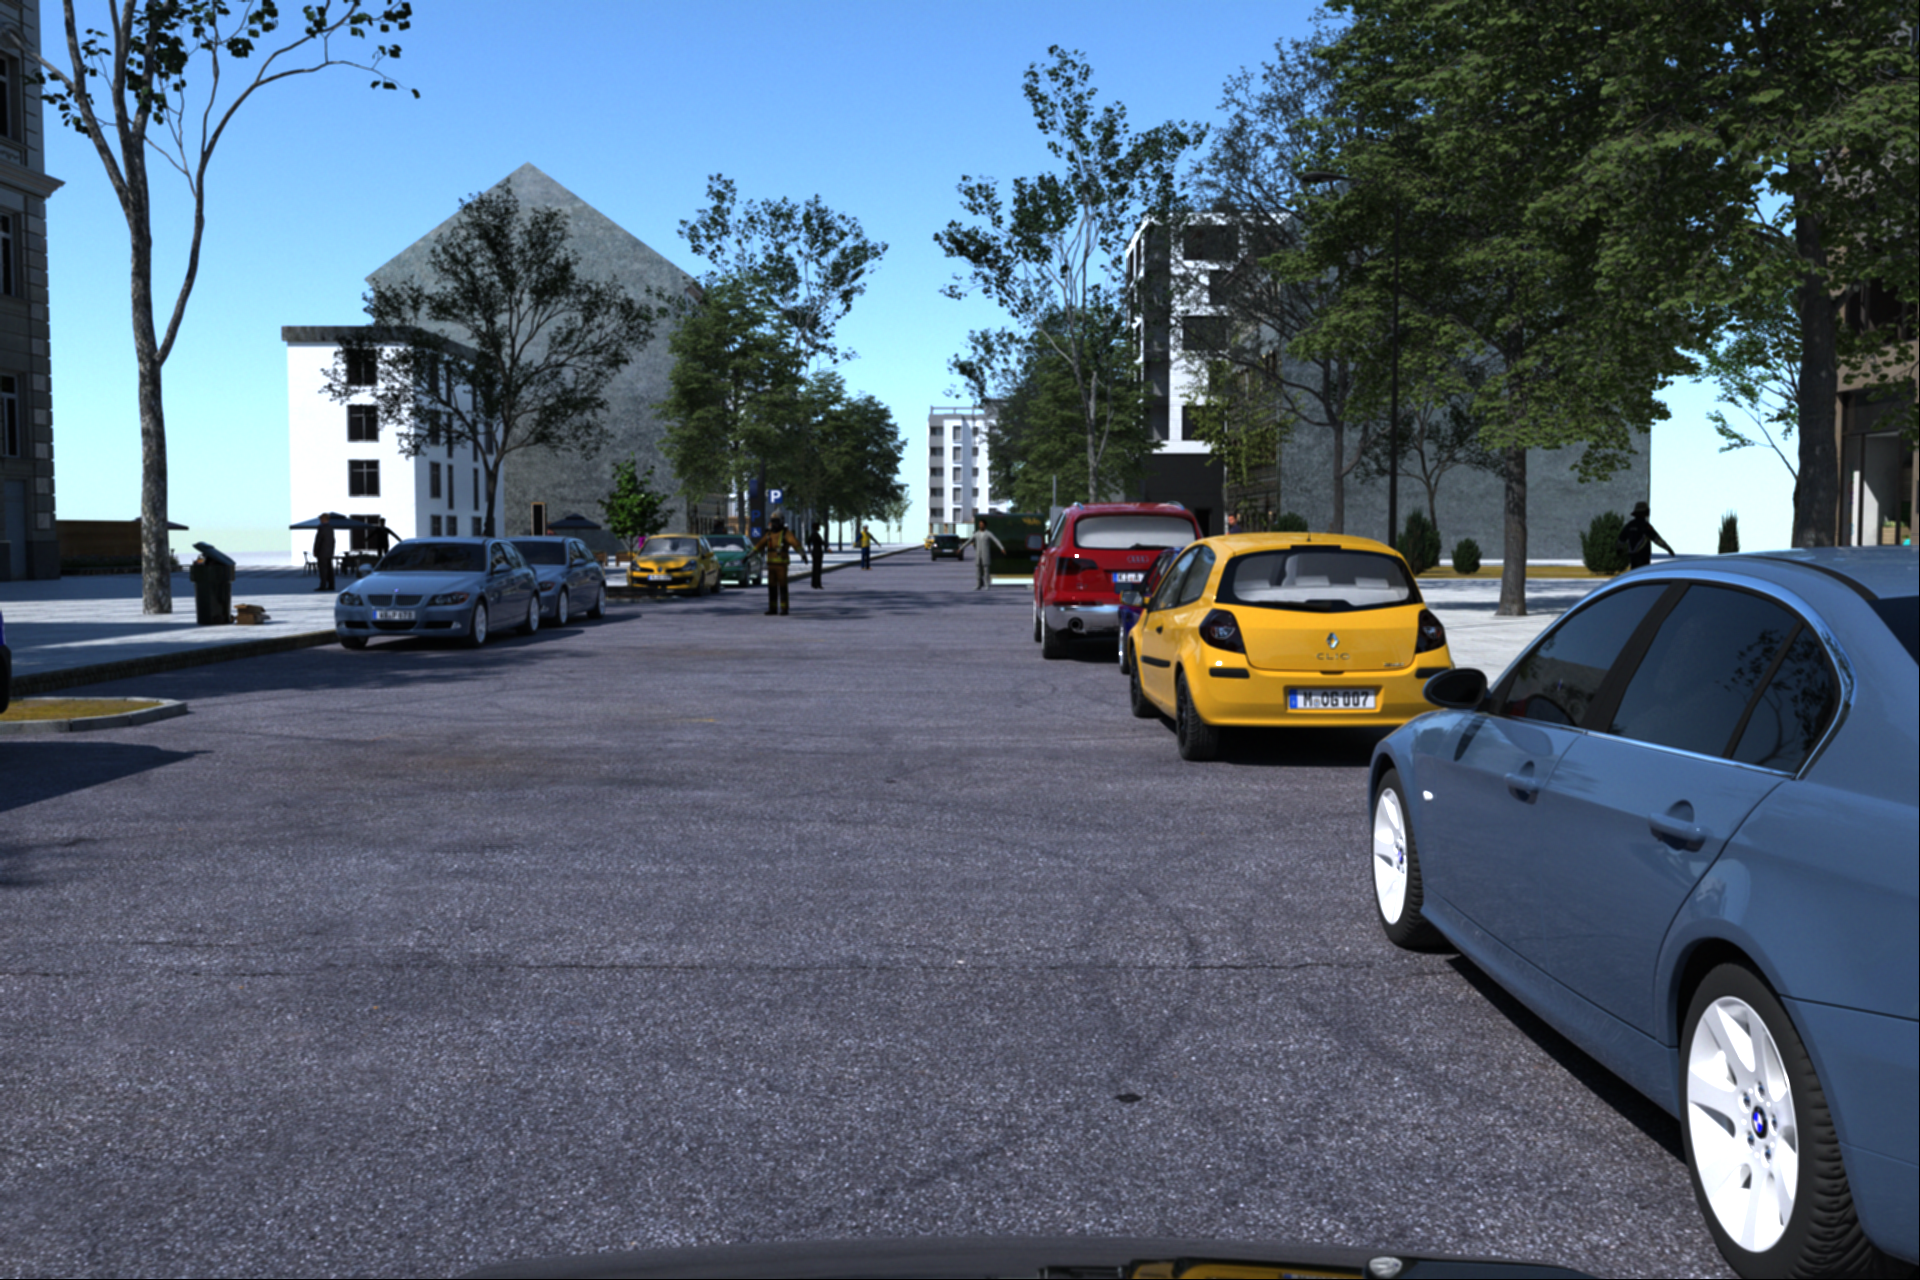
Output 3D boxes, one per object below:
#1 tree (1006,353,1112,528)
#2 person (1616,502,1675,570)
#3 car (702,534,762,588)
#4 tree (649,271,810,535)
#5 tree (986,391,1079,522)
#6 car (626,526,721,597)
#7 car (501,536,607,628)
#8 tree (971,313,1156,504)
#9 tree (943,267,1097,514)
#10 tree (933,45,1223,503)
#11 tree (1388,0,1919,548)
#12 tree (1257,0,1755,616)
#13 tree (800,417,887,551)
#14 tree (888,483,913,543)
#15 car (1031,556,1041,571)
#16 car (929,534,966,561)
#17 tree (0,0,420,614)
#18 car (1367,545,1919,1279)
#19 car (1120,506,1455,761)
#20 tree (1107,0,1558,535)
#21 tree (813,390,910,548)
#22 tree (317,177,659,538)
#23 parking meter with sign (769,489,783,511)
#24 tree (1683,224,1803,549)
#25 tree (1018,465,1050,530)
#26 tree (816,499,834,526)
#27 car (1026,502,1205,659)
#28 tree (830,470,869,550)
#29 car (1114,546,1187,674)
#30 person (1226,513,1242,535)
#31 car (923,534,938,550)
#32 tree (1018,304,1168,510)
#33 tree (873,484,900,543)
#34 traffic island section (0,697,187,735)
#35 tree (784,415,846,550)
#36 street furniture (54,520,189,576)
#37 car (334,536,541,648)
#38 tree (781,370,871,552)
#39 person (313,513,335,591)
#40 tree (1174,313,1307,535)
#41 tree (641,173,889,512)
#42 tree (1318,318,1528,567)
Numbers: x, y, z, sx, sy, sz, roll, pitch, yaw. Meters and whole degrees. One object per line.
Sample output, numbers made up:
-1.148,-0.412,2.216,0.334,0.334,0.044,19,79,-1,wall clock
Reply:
6.154,-11.656,108.707,7.486,12.596,7.792,0,3,0,tree
11.865,-1.485,30.155,0.704,1.845,1.351,-1,4,-21,person
-6.537,-2.193,47.648,2.131,1.459,4.920,0,4,0,car
-9.872,-9.617,75.364,7.486,12.596,7.792,0,3,0,tree
6.475,-14.669,146.499,9.857,13.997,8.962,0,3,0,tree
-6.705,-1.866,40.739,2.015,1.641,3.980,0,4,1,car
-6.928,-0.983,28.070,2.014,1.417,4.499,0,4,1,car
5.770,-11.371,96.286,12.009,13.543,11.850,0,3,0,tree
4.981,-16.511,125.849,12.611,20.169,13.585,0,3,0,tree
4.193,-13.105,70.159,12.611,20.169,13.585,0,3,0,tree
7.507,-5.976,15.839,7.486,12.596,7.792,0,3,0,tree
8.636,-6.675,27.271,7.486,12.596,7.792,0,3,0,tree
-9.421,-12.158,133.202,8.767,10.594,7.601,2,4,27,tree
-8.742,-18.204,247.989,4.737,8.622,4.395,0,3,0,tree
2.513,-1.521,37.455,1.945,1.354,3.894,0,4,1,car
-0.685,-5.102,93.199,2.009,1.686,4.222,0,4,-1,car
-13.407,-10.401,25.940,12.611,20.169,13.585,0,3,0,tree
2.351,0.456,4.543,2.014,1.417,4.499,0,4,0,car
2.215,-0.132,12.390,2.015,1.641,3.980,0,4,-1,car
8.541,-7.825,38.316,12.009,13.543,11.850,0,3,0,tree
-9.132,-15.189,154.995,9.857,13.997,8.962,0,3,0,tree
-12.555,-6.820,45.916,8.767,10.594,7.601,-2,4,-27,tree
-7.179,-4.413,68.418,0.543,3.016,1.738,0,4,0,parking meter with sign
26.701,-7.890,54.763,9.928,11.665,9.643,0,3,0,tree
6.587,-12.514,154.966,4.737,8.622,4.395,0,3,0,tree
-21.575,-20.595,243.375,9.857,13.997,8.962,0,3,0,tree
1.968,-0.777,21.371,2.281,1.827,5.304,0,4,1,car
-8.820,-11.803,143.343,4.360,8.622,3.978,0,3,0,tree
2.488,-0.243,16.549,1.945,1.354,3.894,0,4,0,car
5.718,-1.788,36.190,0.530,1.710,0.541,0,4,1,person
-2.225,-8.802,154.141,2.015,1.641,3.980,0,4,1,car
6.565,-10.224,85.289,7.486,12.596,7.792,0,3,0,tree
-9.730,-17.818,241.686,4.360,8.622,3.978,0,3,0,tree
-7.158,0.583,13.332,1.991,0.108,1.994,0,4,1,traffic island section
-9.681,-9.502,105.724,4.360,8.622,3.978,0,3,0,tree
-29.779,-2.992,55.768,11.010,1.723,9.812,0,4,5,street furniture
-6.879,-0.687,23.243,2.014,1.417,4.499,0,3,0,car
-9.673,-12.369,120.352,7.486,12.596,7.792,0,3,0,tree
-14.399,-1.991,39.141,0.434,1.755,0.990,1,4,8,person
9.175,-6.586,58.039,4.737,8.622,4.395,0,3,0,tree
-10.473,-14.425,91.738,12.611,20.169,13.585,0,3,0,tree
18.540,-8.159,67.812,8.767,10.594,7.601,-1,4,-19,tree
